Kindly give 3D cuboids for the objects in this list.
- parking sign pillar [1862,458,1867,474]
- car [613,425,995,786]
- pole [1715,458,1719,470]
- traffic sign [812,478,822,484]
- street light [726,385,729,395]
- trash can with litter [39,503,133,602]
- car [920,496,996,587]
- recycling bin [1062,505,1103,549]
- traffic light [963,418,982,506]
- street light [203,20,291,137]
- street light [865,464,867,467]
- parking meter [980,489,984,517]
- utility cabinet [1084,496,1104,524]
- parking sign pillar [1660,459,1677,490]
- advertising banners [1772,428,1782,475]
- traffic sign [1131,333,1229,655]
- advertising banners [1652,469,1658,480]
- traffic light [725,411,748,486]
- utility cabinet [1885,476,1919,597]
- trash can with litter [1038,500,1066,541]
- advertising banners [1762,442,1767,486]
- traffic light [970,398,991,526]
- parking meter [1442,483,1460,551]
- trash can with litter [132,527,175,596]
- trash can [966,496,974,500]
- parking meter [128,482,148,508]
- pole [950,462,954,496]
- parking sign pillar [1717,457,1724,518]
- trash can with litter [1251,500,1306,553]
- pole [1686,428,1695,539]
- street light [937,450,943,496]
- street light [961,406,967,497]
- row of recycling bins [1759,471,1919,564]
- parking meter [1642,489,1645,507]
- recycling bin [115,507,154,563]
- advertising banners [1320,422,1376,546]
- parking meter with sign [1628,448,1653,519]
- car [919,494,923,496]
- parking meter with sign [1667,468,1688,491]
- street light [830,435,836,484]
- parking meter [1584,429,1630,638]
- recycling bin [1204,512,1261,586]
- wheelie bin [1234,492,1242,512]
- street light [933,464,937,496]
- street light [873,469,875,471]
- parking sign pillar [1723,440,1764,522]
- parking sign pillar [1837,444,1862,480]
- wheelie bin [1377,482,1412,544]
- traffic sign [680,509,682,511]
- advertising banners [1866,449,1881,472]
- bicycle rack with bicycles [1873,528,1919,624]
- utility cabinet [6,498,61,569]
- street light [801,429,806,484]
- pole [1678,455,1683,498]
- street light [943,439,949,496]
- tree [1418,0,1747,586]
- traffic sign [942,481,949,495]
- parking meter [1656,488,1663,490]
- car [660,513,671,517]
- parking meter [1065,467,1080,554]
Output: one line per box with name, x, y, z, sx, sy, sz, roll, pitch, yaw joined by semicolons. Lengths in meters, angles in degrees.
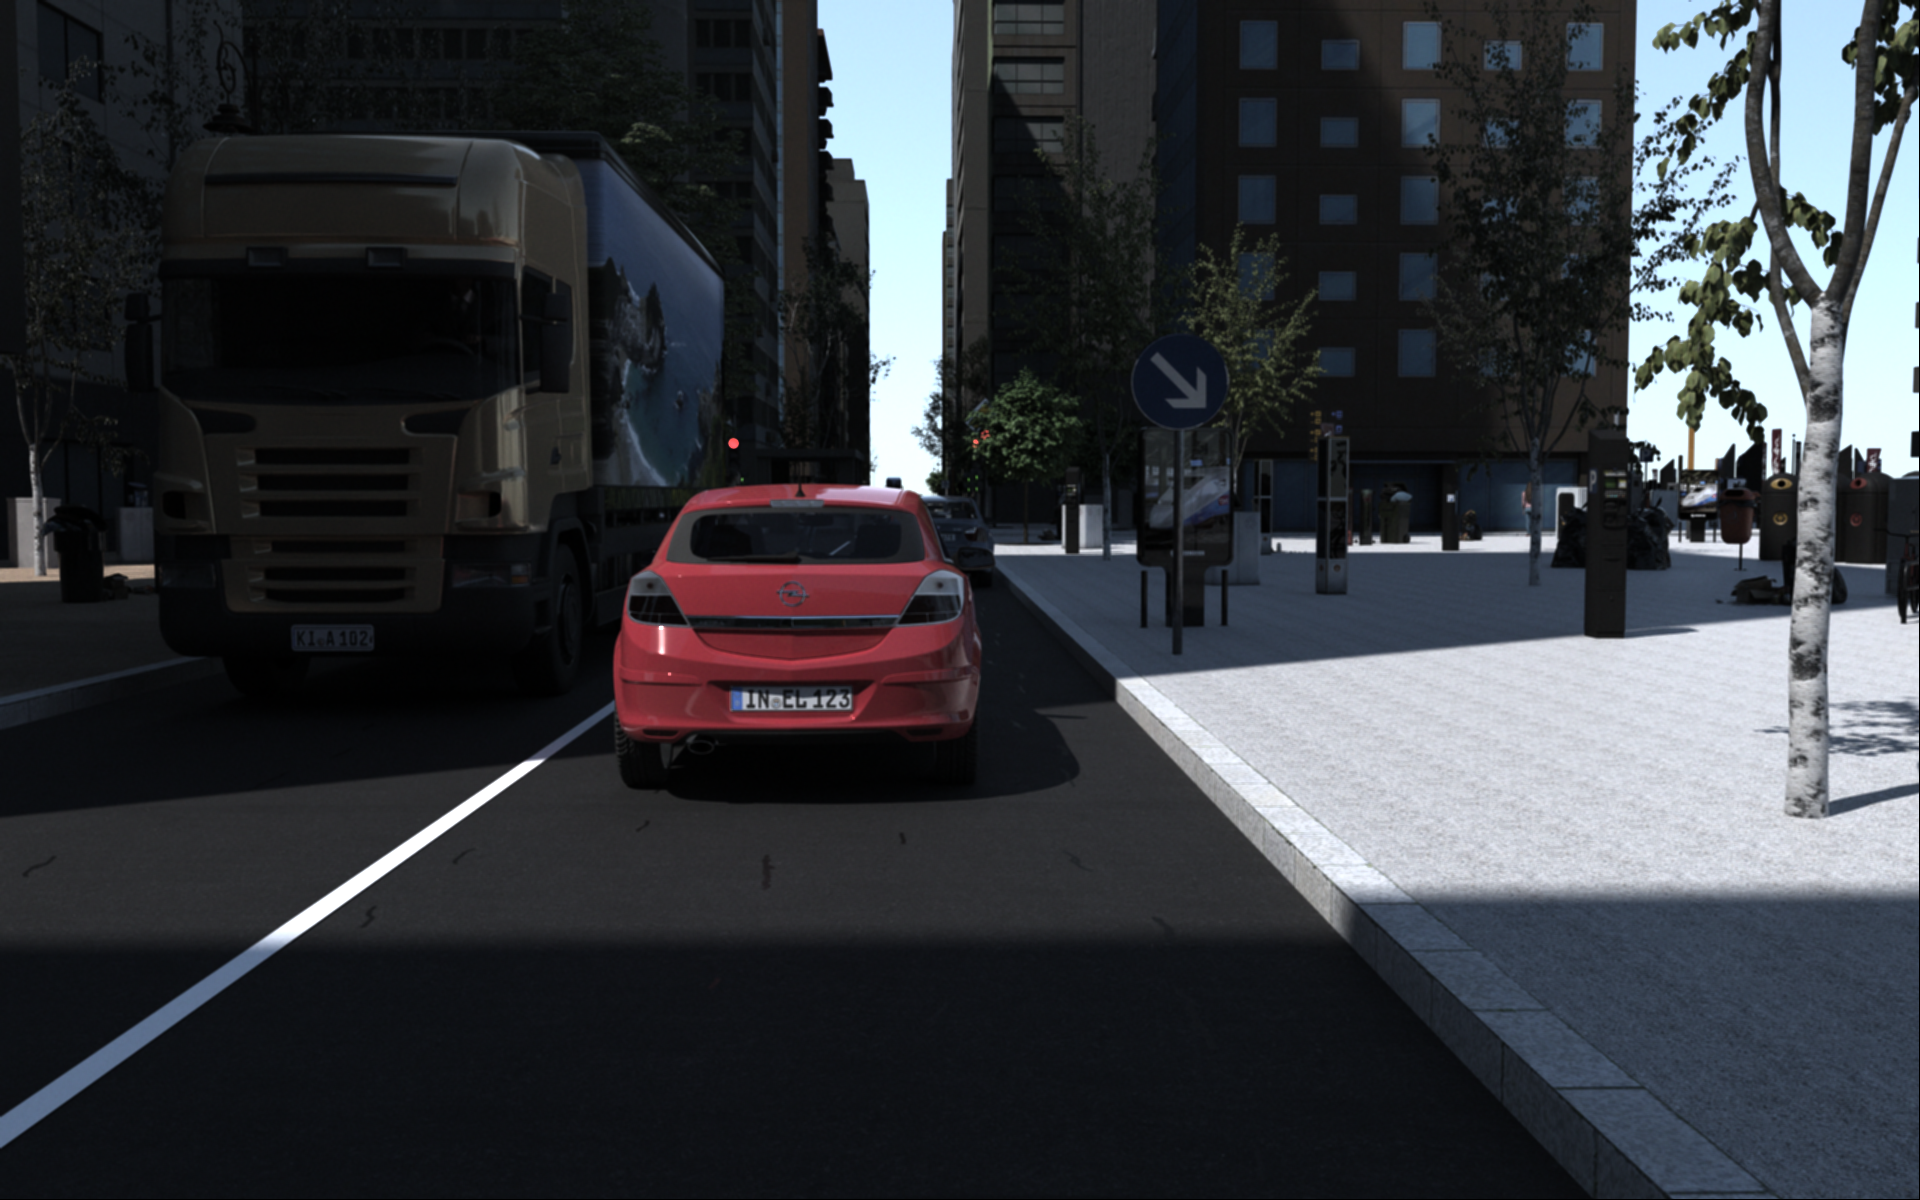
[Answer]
parking sign pillar;52.862;-6.915;101.539;1.447;3.967;1.447;-3;5;-42
car;-0.844;-0.060;10.022;2.155;1.783;4.494;0;4;-2
pole;43.029;-6.402;98.516;0.158;3.312;0.155;0;3;0
traffic sign;-8.827;-6.409;106.916;0.606;2.300;0.079;0;4;3
street light;-8.010;-5.251;58.642;0.468;5.910;1.993;0;4;-1
trash can with litter;-10.450;-0.574;20.769;0.624;1.170;1.055;0;4;4
car;-0.399;-0.980;28.028;2.014;1.417;4.499;0;4;-2
recycling bin;2.887;-1.730;40.843;0.722;1.027;0.722;3;5;40
traffic light;0.531;-4.261;58.595;0.839;4.253;0.868;0;4;-1
street light;-7.083;-2.738;17.560;0.468;5.910;1.993;0;4;-1
street light;-11.853;-15.030;218.534;0.468;5.910;1.993;0;4;-1
parking meter;1.262;-5.048;90.946;0.372;1.533;0.369;0;3;0
utility cabinet;5.668;-3.826;73.721;1.020;1.237;0.306;0;4;4
parking sign pillar;54.278;-8.826;132.771;1.447;3.967;1.447;-1;4;-22
advertising banners;21.866;-3.024;45.627;0.090;3.025;2.074;0;4;-1
traffic sign;1.742;-0.837;13.799;0.768;2.556;0.104;0;4;5
advertising banners;49.023;-7.621;120.792;2.074;3.025;0.090;-1;4;-21
traffic light;-7.577;-4.248;58.383;0.839;4.253;0.868;0;4;-1
utility cabinet;11.799;-0.769;21.256;0.318;1.500;1.173;0;4;3
trash can with litter;2.716;-2.231;47.860;1.055;1.170;0.624;-2;4;-25
advertising banners;27.546;-3.836;58.904;0.090;3.025;2.074;3;5;40
traffic light;0.725;-3.773;50.612;0.839;4.253;0.868;0;4;-1
parking meter;11.091;-1.878;39.108;0.372;1.533;0.369;0;3;0
trash can with litter;-9.947;-0.716;22.766;1.678;1.210;2.233;2;4;26
trash can;0.762;-6.472;117.468;0.748;1.137;0.748;0;3;0
parking meter;-17.207;-1.705;36.280;0.372;1.533;0.369;0;3;0
pole;-0.506;-7.201;111.575;0.158;3.312;0.155;0;3;0
parking sign pillar;40.631;-6.328;91.937;1.447;3.967;1.447;-3;5;-43
trash can with litter;6.623;-1.682;38.565;1.678;1.210;2.233;-1;4;-10
pole;20.714;-3.380;49.104;0.158;3.312;0.155;0;3;0
street light;-1.719;-11.911;167.535;0.468;5.910;1.993;0;4;-1
street light;0.245;-7.225;90.909;0.468;5.910;1.993;0;4;-1
row of recycling bins;16.602;-1.545;32.372;1.069;1.692;3.534;-2;4;-29
parking meter;33.912;-4.762;86.271;0.372;1.533;0.369;0;3;0
recycling bin;-15.486;-1.229;32.655;0.722;1.027;0.722;-2;4;-32
advertising banners;9.600;-2.858;42.917;2.074;3.025;0.090;-3;4;-37
parking meter with sign;25.046;-4.177;64.563;1.738;3.016;0.543;-2;4;-33
car;-2.893;-5.939;107.324;2.015;1.641;3.980;0;4;-3
parking meter with sign;48.562;-7.445;117.979;1.738;3.016;0.543;2;4;31
street light;-9.950;-9.991;136.136;0.468;5.910;1.993;0;4;-1
parking meter;5.776;-0.597;15.469;0.255;1.863;0.399;0;4;1
recycling bin;3.814;-0.740;24.652;0.722;1.027;0.722;-1;4;-14
wheelie bin;4.127;-1.232;28.045;0.693;1.594;0.980;-1;4;-21
street light;-2.677;-14.468;209.336;0.468;5.910;1.993;0;4;-1
street light;-12.936;-17.583;260.267;0.468;5.910;1.993;0;4;-1
parking sign pillar;36.508;-5.599;80.021;1.447;3.967;1.447;-2;4;-28
parking sign pillar;47.794;-6.464;94.159;1.447;3.967;1.447;-3;5;-42
wheelie bin;11.268;-2.260;44.866;0.693;1.594;0.980;-3;5;-43
traffic sign;-7.392;-2.805;45.961;0.768;2.556;0.104;0;4;2
advertising banners;34.009;-4.274;66.069;2.074;3.025;0.090;0;4;8
bicycle rack with bicycles;10.382;-0.233;17.192;2.852;0.926;2.925;3;5;41
utility cabinet;-16.048;-1.155;30.049;1.020;1.237;0.306;2;4;25
street light;-9.082;-7.807;100.429;0.468;5.910;1.993;0;4;-1
pole;37.694;-5.922;90.675;0.158;3.312;0.155;0;3;0
street light;-0.896;-9.822;133.377;0.468;5.910;1.993;0;4;-1
tree;8.105;-4.491;23.796;4.360;8.622;3.978;0;3;0
traffic sign;-1.086;-7.764;129.070;0.606;2.300;0.079;0;4;8
parking meter;29.327;-3.940;72.836;0.372;1.533;0.369;0;3;0
car;-11.212;-2.564;54.282;4.827;1.381;2.083;0;4;-1
parking meter;2.410;-1.920;37.099;0.255;1.863;0.399;1;4;12
